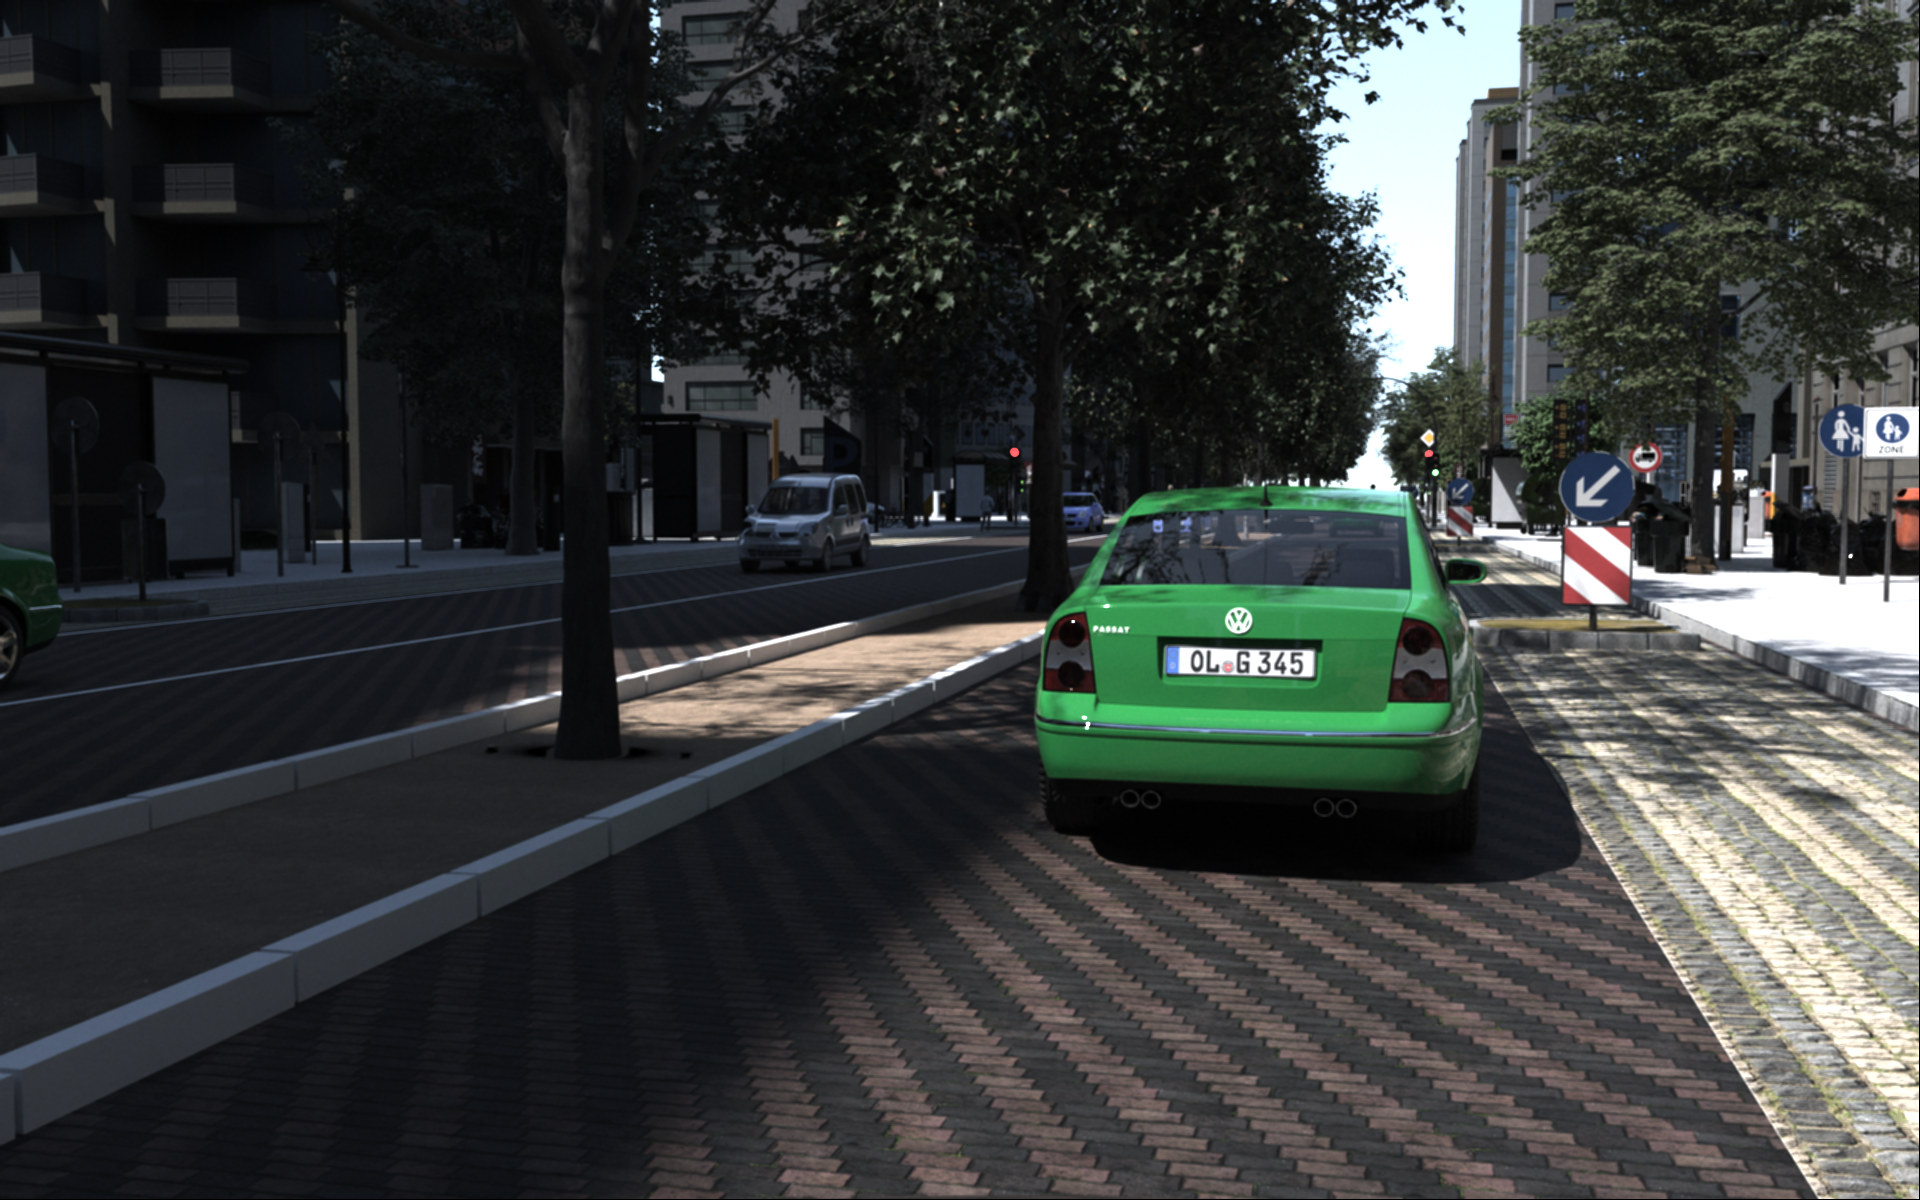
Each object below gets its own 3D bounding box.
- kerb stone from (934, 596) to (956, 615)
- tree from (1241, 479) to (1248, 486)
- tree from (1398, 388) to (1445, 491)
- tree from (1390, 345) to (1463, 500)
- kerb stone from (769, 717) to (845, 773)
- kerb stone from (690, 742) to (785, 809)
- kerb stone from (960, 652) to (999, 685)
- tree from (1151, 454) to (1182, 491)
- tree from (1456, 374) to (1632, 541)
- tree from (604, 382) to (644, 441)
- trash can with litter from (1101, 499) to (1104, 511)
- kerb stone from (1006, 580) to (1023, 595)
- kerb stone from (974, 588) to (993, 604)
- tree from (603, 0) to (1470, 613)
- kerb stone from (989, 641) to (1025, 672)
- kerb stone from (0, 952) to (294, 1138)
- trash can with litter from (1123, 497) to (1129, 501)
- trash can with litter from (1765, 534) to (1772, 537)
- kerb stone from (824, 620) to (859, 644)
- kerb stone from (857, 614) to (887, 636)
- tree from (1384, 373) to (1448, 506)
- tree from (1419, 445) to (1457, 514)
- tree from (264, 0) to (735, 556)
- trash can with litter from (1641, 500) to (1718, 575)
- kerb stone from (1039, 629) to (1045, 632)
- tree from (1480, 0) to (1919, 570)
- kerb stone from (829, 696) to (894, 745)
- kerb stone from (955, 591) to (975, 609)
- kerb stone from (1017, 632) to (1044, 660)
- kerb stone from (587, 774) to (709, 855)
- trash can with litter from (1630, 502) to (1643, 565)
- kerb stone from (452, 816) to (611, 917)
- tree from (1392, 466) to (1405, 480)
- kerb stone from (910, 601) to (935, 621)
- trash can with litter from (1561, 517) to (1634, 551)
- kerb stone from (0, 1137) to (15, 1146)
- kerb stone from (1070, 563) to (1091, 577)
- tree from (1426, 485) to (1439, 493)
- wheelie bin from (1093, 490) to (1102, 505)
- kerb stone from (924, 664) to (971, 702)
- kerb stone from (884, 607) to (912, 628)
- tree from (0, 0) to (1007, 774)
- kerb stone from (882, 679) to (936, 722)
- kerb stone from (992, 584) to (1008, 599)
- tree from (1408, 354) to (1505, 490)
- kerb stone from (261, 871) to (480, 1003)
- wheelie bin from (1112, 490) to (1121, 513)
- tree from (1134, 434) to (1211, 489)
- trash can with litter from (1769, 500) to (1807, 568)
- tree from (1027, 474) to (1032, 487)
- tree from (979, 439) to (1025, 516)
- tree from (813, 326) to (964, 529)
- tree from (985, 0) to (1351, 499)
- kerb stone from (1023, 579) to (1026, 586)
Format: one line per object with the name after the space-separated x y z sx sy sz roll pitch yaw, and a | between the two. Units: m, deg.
-0.249 0.091 20.792 0.120 0.150 1.000 1 4 13 | kerb stone
32.175 -17.706 207.626 7.486 12.596 7.792 0 3 0 | tree
41.264 -13.350 152.685 7.601 10.594 8.767 0 4 -2 | tree
37.150 -13.087 132.103 7.486 12.596 7.792 0 3 0 | tree
-0.843 0.787 9.365 0.120 0.150 1.000 1 4 13 | kerb stone
-1.078 0.846 8.362 0.120 0.150 1.000 1 4 13 | kerb stone
0.119 0.541 13.358 0.120 0.150 1.000 1 4 13 | kerb stone
16.435 -9.661 141.665 4.285 4.588 4.351 0 3 0 | tree
16.652 -3.896 47.415 4.285 4.588 4.351 0 3 0 | tree
-19.951 -9.015 97.754 4.737 8.622 4.395 0 3 0 | tree
10.744 -7.377 131.996 1.055 1.170 0.624 -2 4 -25 | trash can with litter
0.704 -0.158 24.787 0.120 0.150 1.000 1 4 13 | kerb stone
0.235 -0.037 22.797 0.120 0.150 1.000 1 4 13 | kerb stone
1.055 -6.192 20.699 9.611 12.733 9.660 0 3 0 | tree
0.358 0.479 14.364 0.120 0.150 1.000 1 4 13 | kerb stone
-2.035 1.092 4.368 0.120 0.150 1.000 1 4 13 | kerb stone
11.518 -6.731 121.446 0.624 1.170 1.055 0 4 6 | trash can with litter
24.244 -2.522 52.296 2.233 1.210 1.678 1 4 18 | trash can with litter
-1.211 0.329 16.816 0.120 0.150 1.000 1 4 13 | kerb stone
-0.969 0.275 17.809 0.120 0.150 1.000 1 4 13 | kerb stone
48.690 -16.831 181.839 9.857 13.997 8.962 0 3 0 | tree
28.607 -7.067 99.254 4.285 4.588 4.351 0 3 0 | tree
-9.226 -7.919 36.123 9.857 13.997 8.962 0 3 0 | tree
11.714 -1.014 27.966 0.624 1.170 1.055 -3 5 -39 | trash can with litter
0.844 0.358 16.350 0.120 0.150 1.000 1 4 13 | kerb stone
12.610 -6.759 28.644 7.486 12.596 7.792 0 3 0 | tree
-0.601 0.724 10.367 0.120 0.150 1.000 1 4 13 | kerb stone
-0.010 0.025 21.793 0.120 0.150 1.000 1 4 13 | kerb stone
0.603 0.421 15.356 0.120 0.150 1.000 1 4 13 | kerb stone
-1.320 0.907 7.361 0.120 0.150 1.000 1 4 13 | kerb stone
12.363 -1.206 31.109 0.624 1.170 1.055 1 4 22 | trash can with litter
-1.563 0.970 6.366 0.120 0.150 1.000 1 4 13 | kerb stone
55.015 -15.939 210.968 4.737 8.622 4.395 0 3 0 | tree
-0.496 0.147 19.800 0.120 0.150 1.000 1 4 13 | kerb stone
14.838 -1.711 39.034 1.678 1.210 2.233 -2 4 -30 | trash can with litter
-2.275 1.156 3.374 0.120 0.150 1.000 1 4 13 | kerb stone
2.149 -0.520 30.788 0.120 0.150 1.000 1 4 13 | kerb stone
45.441 -10.578 167.555 1.663 3.219 1.824 0 3 0 | tree
9.449 -6.831 119.598 0.693 1.594 0.980 1 4 15 | wheelie bin
-0.114 0.601 12.363 0.120 0.150 1.000 1 4 13 | kerb stone
-0.732 0.213 18.803 0.120 0.150 1.000 1 4 13 | kerb stone
-2.021 -5.893 9.175 12.009 13.543 11.850 0 3 0 | tree
-0.358 0.663 11.360 0.120 0.150 1.000 1 4 13 | kerb stone
0.468 -0.090 23.793 0.120 0.150 1.000 1 4 13 | kerb stone
26.674 -8.644 91.687 4.737 8.622 4.395 0 3 0 | tree
-1.804 1.032 5.373 0.120 0.150 1.000 1 4 13 | kerb stone
10.797 -6.818 119.379 0.693 1.594 0.980 0 4 -5 | wheelie bin
17.791 -14.099 148.653 7.486 12.596 7.792 0 3 0 | tree
14.534 -1.130 29.863 0.624 1.170 1.055 -3 4 -36 | trash can with litter
4.413 -5.698 87.763 1.663 3.219 1.824 0 3 0 | tree
2.476 -7.334 103.616 4.285 4.588 4.351 0 3 0 | tree
-1.985 -7.900 63.584 8.767 10.594 7.601 2 4 24 | tree
3.214 -6.247 30.345 9.928 11.665 9.643 0 3 0 | tree
0.952 -0.218 25.779 0.120 0.150 1.000 1 4 13 | kerb stone
